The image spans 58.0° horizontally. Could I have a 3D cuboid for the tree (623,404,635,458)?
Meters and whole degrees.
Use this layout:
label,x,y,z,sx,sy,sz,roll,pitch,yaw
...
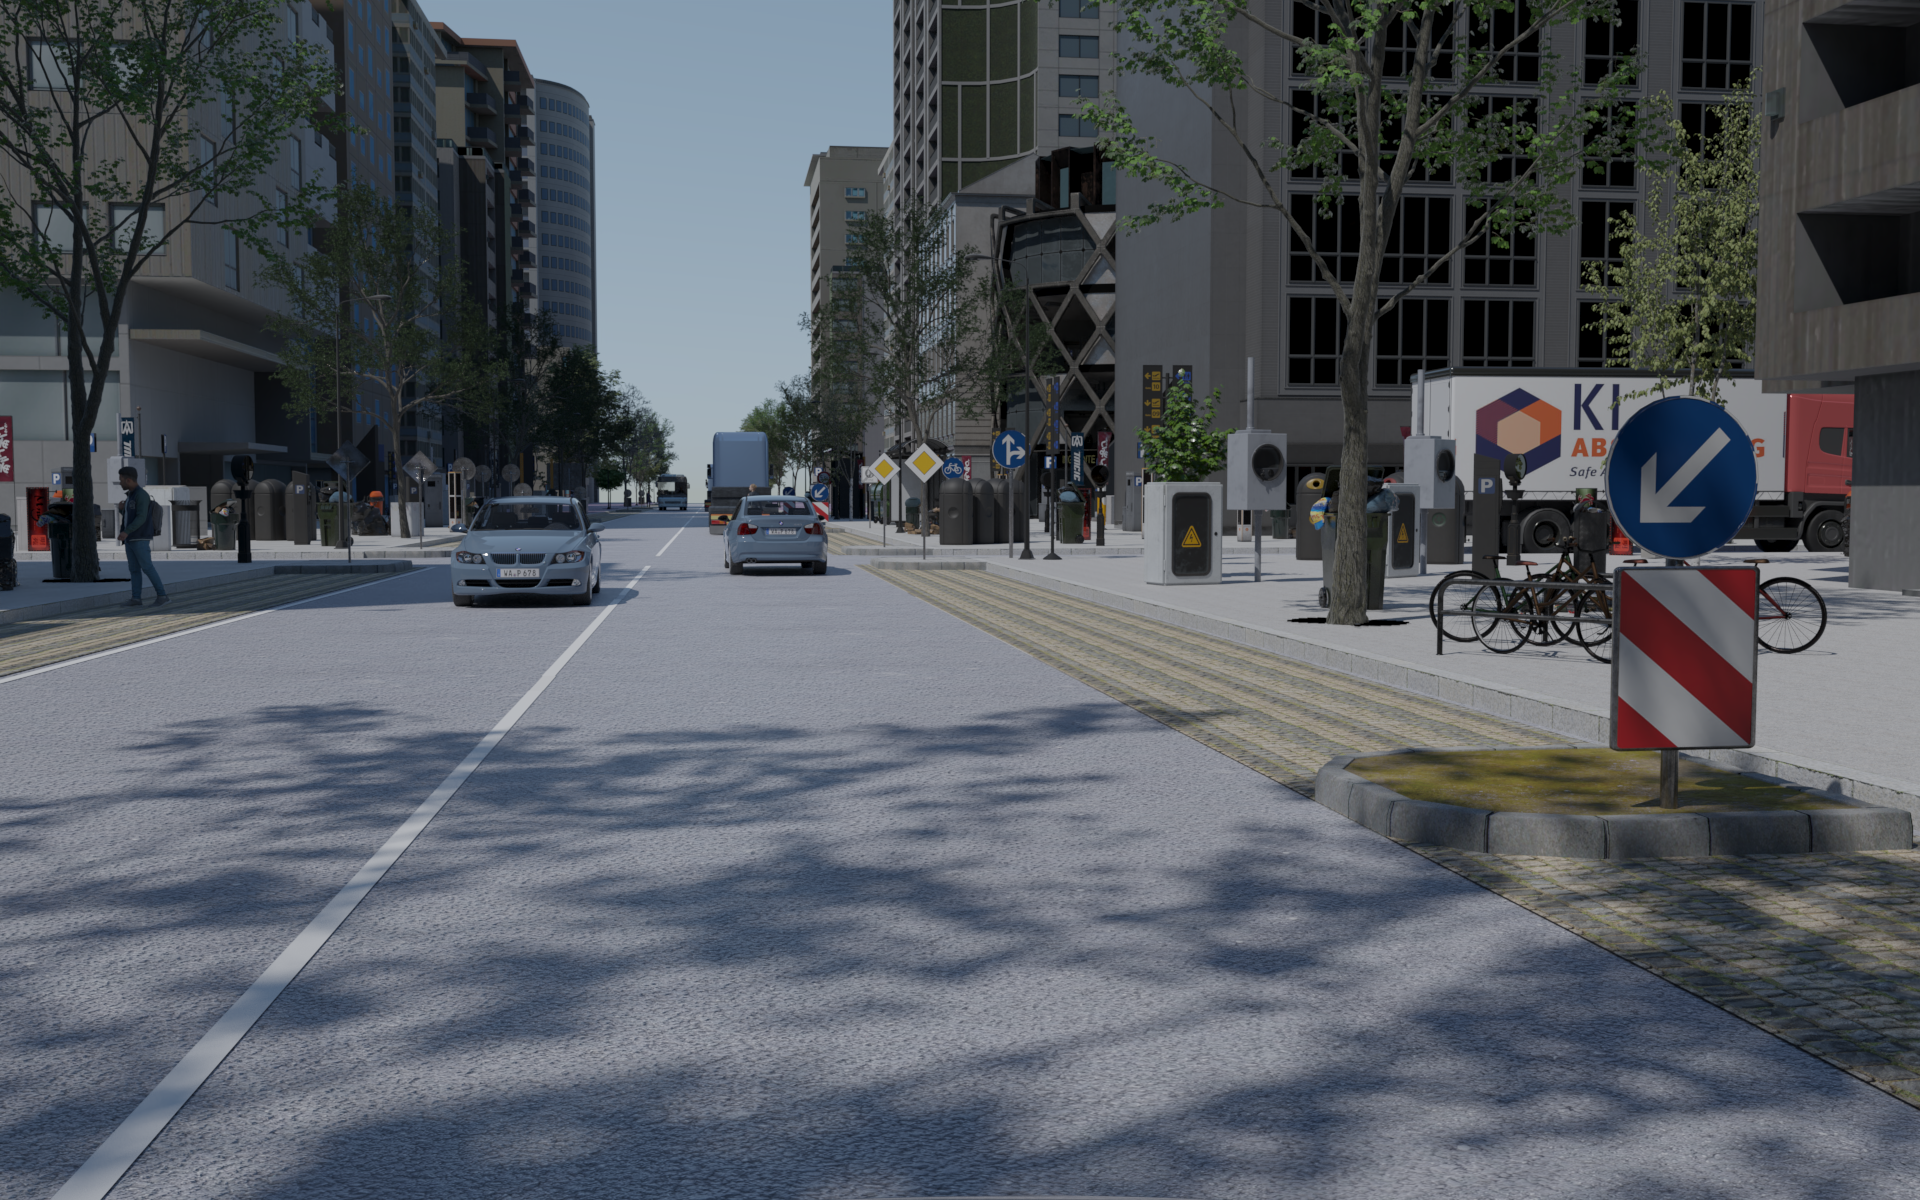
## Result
label,x,y,z,sx,sy,sz,roll,pitch,yaw
tree,-24.597,-10.604,107.788,7.601,10.594,8.767,-1,4,-14

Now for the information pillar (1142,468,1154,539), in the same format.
label,x,y,z,sx,sy,sz,roll,pitch,yaw
information pillar,5.323,-2.726,49.056,0.304,2.012,0.304,1,4,16

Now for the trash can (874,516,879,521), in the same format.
label,x,y,z,sx,sy,sz,roll,pitch,yaw
trash can,-3.778,-4.314,82.192,0.748,1.137,0.748,0,3,0

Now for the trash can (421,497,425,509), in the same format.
label,x,y,z,sx,sy,sz,roll,pitch,yaw
trash can,-29.056,-5.015,93.657,0.748,1.137,0.748,0,3,0

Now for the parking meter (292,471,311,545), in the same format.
label,x,y,z,sx,sy,sz,roll,pitch,yaw
parking meter,-16.567,-2.319,43.625,0.399,1.863,0.255,0,4,-4

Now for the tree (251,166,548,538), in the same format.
label,x,y,z,sx,sy,sz,roll,pitch,yaw
tree,-16.476,-7.074,50.066,7.601,10.594,8.767,0,4,-7

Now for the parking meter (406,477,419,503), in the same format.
label,x,y,z,sx,sy,sz,roll,pitch,yaw
parking meter,-18.409,-3.216,58.294,0.399,1.863,0.255,-3,4,-38

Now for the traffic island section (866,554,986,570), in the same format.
label,x,y,z,sx,sy,sz,roll,pitch,yaw
traffic island section,-0.678,-0.707,33.844,2.009,0.180,2.903,0,4,-8

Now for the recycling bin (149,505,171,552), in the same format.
label,x,y,z,sx,sy,sz,roll,pitch,yaw
recycling bin,-18.116,-1.610,38.884,0.722,1.027,0.722,-2,4,-24

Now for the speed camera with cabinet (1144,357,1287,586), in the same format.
label,x,y,z,sx,sy,sz,roll,pitch,yaw
speed camera with cabinet,3.657,-1.859,24.723,2.038,3.252,0.660,-2,4,-23

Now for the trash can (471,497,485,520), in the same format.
label,x,y,z,sx,sy,sz,roll,pitch,yaw
trash can,-20.928,-3.874,74.989,0.748,1.137,0.748,0,3,0

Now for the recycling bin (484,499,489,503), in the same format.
label,x,y,z,sx,sy,sz,roll,pitch,yaw
recycling bin,-23.482,-4.545,86.859,0.722,1.027,0.722,-3,5,-40

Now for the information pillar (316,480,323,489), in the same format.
label,x,y,z,sx,sy,sz,roll,pitch,yaw
information pillar,-34.211,-5.387,92.573,0.304,2.012,0.304,0,4,-4

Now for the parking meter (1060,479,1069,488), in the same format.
label,x,y,z,sx,sy,sz,roll,pitch,yaw
parking meter,4.207,-3.887,69.266,0.399,1.863,0.255,-3,5,-43

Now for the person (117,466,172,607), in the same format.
label,x,y,z,sx,sy,sz,roll,pitch,yaw
person,-10.380,-0.796,21.855,0.623,1.781,0.721,3,4,38

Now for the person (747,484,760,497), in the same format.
label,x,y,z,sx,sy,sz,roll,pitch,yaw
person,-6.887,-3.016,58.231,0.534,1.772,0.576,1,4,18

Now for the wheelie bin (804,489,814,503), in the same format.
label,x,y,z,sx,sy,sz,roll,pitch,yaw
wheelie bin,-9.394,-6.170,108.787,0.693,1.594,0.980,1,4,10

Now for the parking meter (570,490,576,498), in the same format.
label,x,y,z,sx,sy,sz,roll,pitch,yaw
parking meter,-24.369,-6.157,109.085,0.372,1.533,0.369,0,3,0

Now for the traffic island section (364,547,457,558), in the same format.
label,x,y,z,sx,sy,sz,roll,pitch,yaw
traffic island section,-12.536,-1.098,40.234,2.009,0.180,2.903,0,4,-8

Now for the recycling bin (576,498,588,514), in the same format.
label,x,y,z,sx,sy,sz,roll,pitch,yaw
recycling bin,-24.546,-6.093,112.176,0.722,1.027,0.722,1,4,10

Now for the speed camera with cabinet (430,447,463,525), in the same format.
label,x,y,z,sx,sy,sz,roll,pitch,yaw
speed camera with cabinet,-21.488,-4.766,72.258,2.038,3.252,0.660,3,5,42

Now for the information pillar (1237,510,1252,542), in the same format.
label,x,y,z,sx,sy,sz,roll,pitch,yaw
information pillar,7.633,-2.564,46.416,0.304,2.012,0.304,-1,4,-17

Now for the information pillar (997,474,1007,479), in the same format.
label,x,y,z,sx,sy,sz,roll,pitch,yaw
information pillar,1.568,-3.677,64.617,0.304,2.012,0.304,-1,4,-13

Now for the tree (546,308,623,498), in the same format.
label,x,y,z,sx,sy,sz,roll,pitch,yaw
tree,-20.890,-8.932,80.453,8.767,10.594,7.601,-1,4,-20

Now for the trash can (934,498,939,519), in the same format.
label,x,y,z,sx,sy,sz,roll,pitch,yaw
trash can,-0.531,-2.915,59.319,0.748,1.137,0.748,0,3,0

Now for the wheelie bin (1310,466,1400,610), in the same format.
label,x,y,z,sx,sy,sz,roll,pitch,yaw
wheelie bin,4.430,-0.698,19.317,0.980,1.594,0.693,0,4,-5

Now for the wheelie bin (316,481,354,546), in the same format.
label,x,y,z,sx,sy,sz,roll,pitch,yaw
wheelie bin,-15.330,-2.118,42.530,0.980,1.594,0.693,1,4,22

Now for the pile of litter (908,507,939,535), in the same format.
label,x,y,z,sx,sy,sz,roll,pitch,yaw
pile of litter,-0.955,-2.522,55.198,1.176,0.858,1.719,-2,4,-35

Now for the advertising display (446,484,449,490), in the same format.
label,x,y,z,sx,sy,sz,roll,pitch,yaw
advertising display,-32.891,-6.503,111.532,0.123,1.923,0.974,2,4,24

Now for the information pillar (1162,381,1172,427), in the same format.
label,x,y,z,sx,sy,sz,roll,pitch,yaw
information pillar,4.064,-2.555,33.124,0.183,3.616,0.504,-3,4,-36

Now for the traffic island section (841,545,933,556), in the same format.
label,x,y,z,sx,sy,sz,roll,pitch,yaw
traffic island section,-1.802,-1.191,41.750,2.009,0.180,2.903,0,4,-8

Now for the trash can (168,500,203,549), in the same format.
label,x,y,z,sx,sy,sz,roll,pitch,yaw
trash can,-18.251,-1.785,40.837,0.748,1.137,0.748,0,3,0

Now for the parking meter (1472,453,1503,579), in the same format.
label,x,y,z,sx,sy,sz,roll,pitch,yaw
parking meter,7.523,-1.161,24.699,0.399,1.863,0.255,1,4,21

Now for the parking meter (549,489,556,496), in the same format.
label,x,y,z,sx,sy,sz,roll,pitch,yaw
parking meter,-21.764,-5.140,92.449,0.372,1.533,0.369,0,3,0

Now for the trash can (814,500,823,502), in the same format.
label,x,y,z,sx,sy,sz,roll,pitch,yaw
trash can,-8.077,-5.384,99.676,0.748,1.137,0.748,0,3,0

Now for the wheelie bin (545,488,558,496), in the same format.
label,x,y,z,sx,sy,sz,roll,pitch,yaw
wheelie bin,-22.878,-5.452,97.051,0.693,1.594,0.980,-2,4,-30

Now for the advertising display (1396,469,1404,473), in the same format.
label,x,y,z,sx,sy,sz,roll,pitch,yaw
advertising display,11.717,-2.483,45.810,0.123,1.923,0.974,2,4,31

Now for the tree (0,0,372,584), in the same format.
label,x,y,z,sx,sy,sz,roll,pitch,yaw
tree,-12.628,-6.072,25.026,9.928,11.665,9.643,0,3,0

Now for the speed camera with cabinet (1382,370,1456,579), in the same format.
label,x,y,z,sx,sy,sz,roll,pitch,yaw
speed camera with cabinet,6.982,-1.999,27.027,2.038,3.252,0.660,-3,5,-45

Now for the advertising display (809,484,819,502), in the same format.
label,x,y,z,sx,sy,sz,roll,pitch,yaw
advertising display,-9.232,-6.520,111.818,0.974,1.923,0.123,-1,4,-13

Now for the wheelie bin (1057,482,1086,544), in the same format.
label,x,y,z,sx,sy,sz,roll,pitch,yaw
wheelie bin,2.866,-2.251,44.704,0.693,1.594,0.980,0,4,-8

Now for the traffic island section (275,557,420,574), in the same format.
label,x,y,z,sx,sy,sz,roll,pitch,yaw
traffic island section,-11.412,-0.615,32.328,2.009,0.180,2.903,0,4,-8

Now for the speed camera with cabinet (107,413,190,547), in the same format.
label,x,y,z,sx,sy,sz,roll,pitch,yaw
speed camera with cabinet,-19.856,-2.939,42.387,2.038,3.252,0.660,1,4,19

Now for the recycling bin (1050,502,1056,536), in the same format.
label,x,y,z,sx,sy,sz,roll,pitch,yaw
recycling bin,3.207,-2.459,52.753,0.722,1.027,0.722,-2,4,-30

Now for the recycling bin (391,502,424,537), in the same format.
label,x,y,z,sx,sy,sz,roll,pitch,yaw
recycling bin,-16.655,-2.425,52.208,0.722,1.027,0.722,1,4,13

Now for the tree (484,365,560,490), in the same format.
label,x,y,z,sx,sy,sz,roll,pitch,yaw
tree,-23.512,-8.815,94.482,4.360,8.622,3.978,0,3,0

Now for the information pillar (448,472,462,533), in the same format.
label,x,y,z,sx,sy,sz,roll,pitch,yaw
information pillar,-16.855,-3.264,57.853,0.304,2.012,0.304,2,4,29

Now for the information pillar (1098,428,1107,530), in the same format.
label,x,y,z,sx,sy,sz,roll,pitch,yaw
information pillar,5.074,-4.316,61.919,0.183,3.616,0.504,-2,4,-25

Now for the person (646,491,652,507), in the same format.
label,x,y,z,sx,sy,sz,roll,pitch,yaw
person,-31.885,-10.325,177.754,0.568,1.767,0.683,1,4,19
